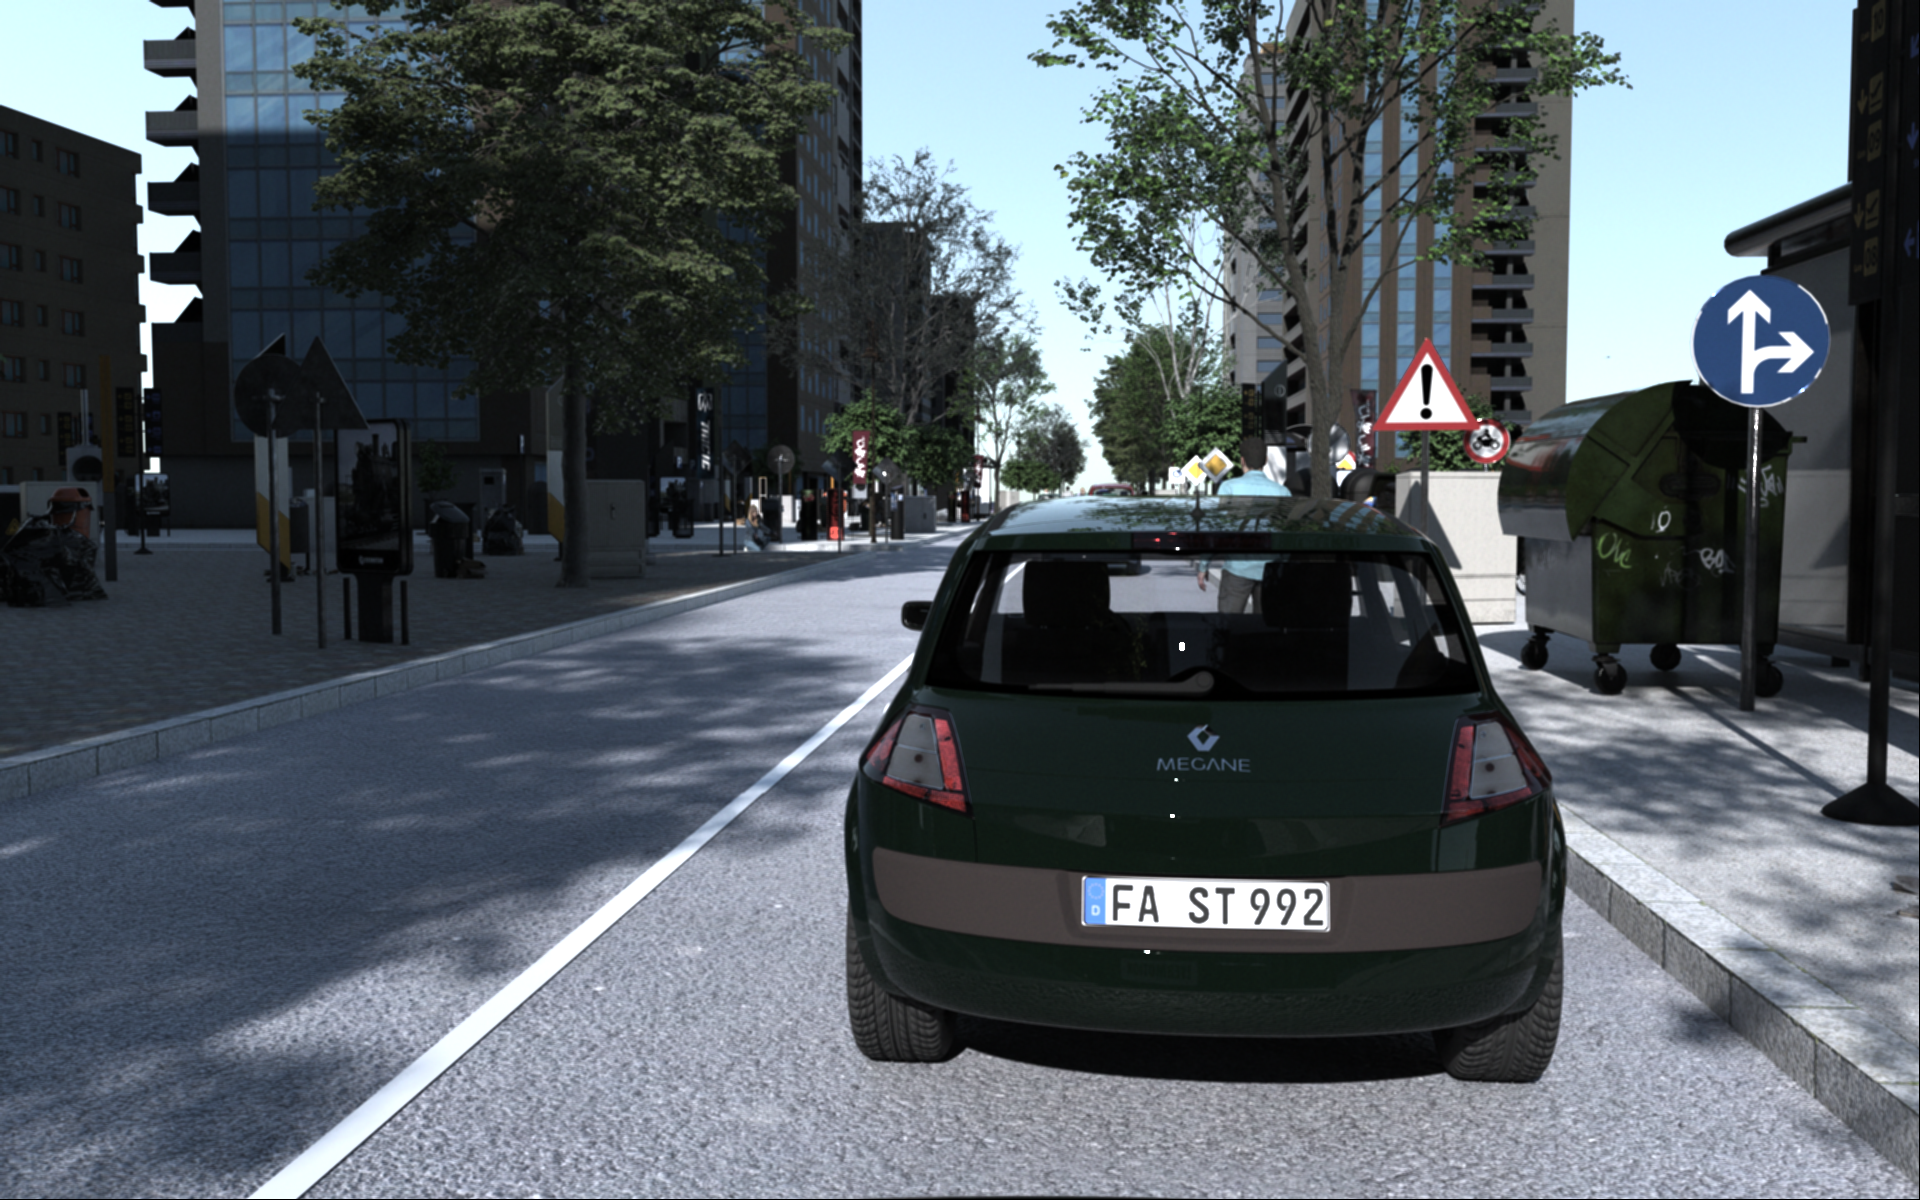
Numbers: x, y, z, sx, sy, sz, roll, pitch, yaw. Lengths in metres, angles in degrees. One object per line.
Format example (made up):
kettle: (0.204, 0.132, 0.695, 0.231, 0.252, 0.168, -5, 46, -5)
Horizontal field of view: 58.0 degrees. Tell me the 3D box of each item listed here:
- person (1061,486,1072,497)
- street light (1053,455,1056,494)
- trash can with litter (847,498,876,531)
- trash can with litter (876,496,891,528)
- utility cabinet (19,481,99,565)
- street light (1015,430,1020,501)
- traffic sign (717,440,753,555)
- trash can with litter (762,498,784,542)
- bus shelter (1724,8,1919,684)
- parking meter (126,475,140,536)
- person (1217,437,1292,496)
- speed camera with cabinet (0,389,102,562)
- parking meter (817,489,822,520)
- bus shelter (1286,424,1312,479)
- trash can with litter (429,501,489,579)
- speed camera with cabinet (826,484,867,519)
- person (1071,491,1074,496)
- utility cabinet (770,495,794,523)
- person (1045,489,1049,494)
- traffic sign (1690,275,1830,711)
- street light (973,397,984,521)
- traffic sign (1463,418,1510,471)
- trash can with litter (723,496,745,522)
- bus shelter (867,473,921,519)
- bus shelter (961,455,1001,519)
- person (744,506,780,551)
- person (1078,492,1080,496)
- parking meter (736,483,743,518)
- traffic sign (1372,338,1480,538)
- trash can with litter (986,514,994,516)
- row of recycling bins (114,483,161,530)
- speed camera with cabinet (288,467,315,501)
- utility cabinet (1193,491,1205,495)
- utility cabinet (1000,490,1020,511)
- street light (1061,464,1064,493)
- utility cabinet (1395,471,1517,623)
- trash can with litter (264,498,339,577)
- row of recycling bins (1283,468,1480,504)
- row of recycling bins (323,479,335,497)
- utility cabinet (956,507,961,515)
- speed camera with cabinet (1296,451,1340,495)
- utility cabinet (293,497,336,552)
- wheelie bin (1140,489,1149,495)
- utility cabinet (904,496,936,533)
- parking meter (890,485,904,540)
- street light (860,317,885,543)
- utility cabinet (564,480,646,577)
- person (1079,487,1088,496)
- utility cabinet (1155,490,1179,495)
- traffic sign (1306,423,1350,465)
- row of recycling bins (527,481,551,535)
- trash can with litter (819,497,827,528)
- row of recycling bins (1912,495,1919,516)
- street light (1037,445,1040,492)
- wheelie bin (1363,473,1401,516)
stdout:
person: (5.493, -4.947, 89.230, 0.661, 1.843, 0.795, 1, 4, 19)
street light: (11.140, -14.170, 204.471, 0.468, 5.910, 1.993, 0, 4, 5)
trash can with litter: (-3.439, -2.982, 60.147, 1.055, 1.170, 0.624, 2, 4, 29)
trash can with litter: (-3.011, -3.423, 67.030, 1.678, 1.210, 2.233, 0, 4, 7)
utility cabinet: (-15.803, -1.328, 30.393, 0.318, 1.500, 1.173, 3, 5, 42)
street light: (4.127, -9.103, 121.622, 0.468, 5.910, 1.993, 0, 4, 5)
traffic sign: (-4.765, -2.170, 36.663, 0.795, 2.450, 0.064, 1, 4, 14)
trash can with litter: (-5.049, -2.177, 46.975, 0.624, 1.170, 1.055, -1, 4, -10)
bus shelter: (6.995, -2.107, 12.087, 2.179, 5.291, 8.768, 0, 4, 5)
parking meter: (-25.533, -2.920, 53.457, 0.255, 1.863, 0.399, -1, 4, -9)
person: (1.980, -0.202, 11.816, 0.660, 1.820, 0.620, -1, 4, -13)
speed camera with cabinet: (-17.010, -2.319, 32.254, 2.038, 3.252, 0.660, -2, 4, -32)
parking meter: (-7.039, -4.748, 86.044, 0.372, 1.533, 0.369, 0, 3, 0)
bus shelter: (10.155, -3.592, 52.656, 2.014, 3.302, 5.546, 0, 4, 5)
trash can with litter: (-7.648, -0.929, 26.578, 1.055, 1.170, 0.624, 2, 4, 35)
speed camera with cabinet: (-5.821, -5.785, 88.922, 2.038, 3.252, 0.660, -1, 4, -22)
person: (11.788, -10.549, 181.699, 0.721, 1.743, 1.217, 3, 5, 44)
utility cabinet: (-7.955, -4.056, 77.478, 1.020, 1.237, 0.306, 1, 4, 13)
person: (5.699, -6.413, 113.575, 0.641, 1.798, 0.478, -1, 4, -13)
traffic sign: (4.665, -0.616, 10.186, 0.768, 2.556, 0.104, 1, 4, 8)
street light: (0.861, -6.721, 82.672, 0.468, 5.910, 1.993, 0, 4, 5)
traffic sign: (8.837, -1.776, 29.149, 0.768, 2.556, 0.104, 1, 4, 11)
trash can with litter: (-10.638, -4.250, 80.874, 1.055, 1.170, 0.624, -2, 4, -32)
bus shelter: (-3.136, -6.317, 80.907, 2.179, 5.291, 8.768, 0, 4, 5)
bus shelter: (1.011, -5.987, 91.812, 2.014, 3.302, 5.546, 0, 4, 5)
person: (-4.639, -1.607, 40.270, 0.738, 1.151, 1.012, 3, 4, 38)
person: (10.073, -8.266, 143.513, 0.709, 1.838, 0.599, 1, 4, 20)
parking meter: (-11.614, -5.227, 91.176, 0.255, 1.863, 0.399, -3, 5, -43)
traffic sign: (3.907, -0.891, 14.574, 0.884, 2.594, 0.081, 0, 4, 6)
trash can with litter: (1.567, -5.457, 100.274, 1.678, 1.210, 2.233, 0, 4, 3)
row of recycling bins: (-30.113, -3.488, 64.136, 1.069, 1.692, 3.534, 1, 4, 18)
speed camera with cabinet: (-21.309, -3.781, 56.156, 2.038, 3.252, 0.660, -2, 4, -27)
utility cabinet: (16.150, -6.615, 116.827, 0.318, 1.500, 1.173, 3, 4, 38)
utility cabinet: (3.297, -6.314, 111.912, 1.173, 1.500, 0.318, -2, 4, -35)
street light: (14.334, -16.448, 241.708, 0.468, 5.910, 1.993, 0, 4, 5)
utility cabinet: (4.864, -0.509, 17.009, 1.173, 1.500, 0.318, -1, 4, -15)
trash can with litter: (-10.298, -1.025, 27.821, 1.678, 1.210, 2.233, 2, 4, 25)
row of recycling bins: (6.818, -1.239, 27.367, 3.534, 1.692, 1.069, -1, 4, -13)
row of recycling bins: (-16.296, -2.439, 46.991, 3.534, 1.692, 1.069, 3, 5, 45)
utility cabinet: (0.339, -5.991, 109.115, 1.020, 1.237, 0.306, 2, 4, 33)
speed camera with cabinet: (7.802, -2.540, 35.860, 2.038, 3.252, 0.660, -3, 5, -40)
utility cabinet: (-14.339, -1.685, 38.708, 1.020, 1.237, 0.306, -3, 5, -40)
wheelie bin: (11.992, -6.434, 113.103, 0.693, 1.594, 0.980, 0, 4, 1)
utility cabinet: (-1.317, -2.829, 57.408, 1.020, 1.237, 0.306, 1, 4, 13)
parking meter: (-1.765, -2.464, 48.696, 0.372, 1.533, 0.369, 0, 3, 0)
street light: (-2.270, -4.441, 45.405, 0.468, 5.910, 1.993, 0, 4, 5)
utility cabinet: (-5.418, -1.087, 26.452, 1.173, 1.500, 0.318, -1, 4, -23)
person: (6.510, -5.052, 91.289, 0.537, 1.800, 0.526, 0, 4, 8)
utility cabinet: (10.071, -4.635, 84.454, 1.173, 1.500, 0.318, -2, 4, -25)
traffic sign: (6.507, -1.869, 30.671, 0.768, 2.556, 0.104, 0, 4, 7)
row of recycling bins: (-11.996, -2.949, 55.336, 3.534, 1.692, 1.069, -1, 4, -21)
trash can with litter: (-4.947, -3.325, 65.758, 0.624, 1.170, 1.055, -2, 4, -25)
row of recycling bins: (13.851, -0.985, 23.222, 1.069, 1.692, 3.534, 0, 4, 6)
street light: (7.255, -11.381, 158.864, 0.468, 5.910, 1.993, 0, 4, 5)
wheelie bin: (6.413, -1.073, 25.449, 0.980, 1.594, 0.693, -1, 4, -11)
